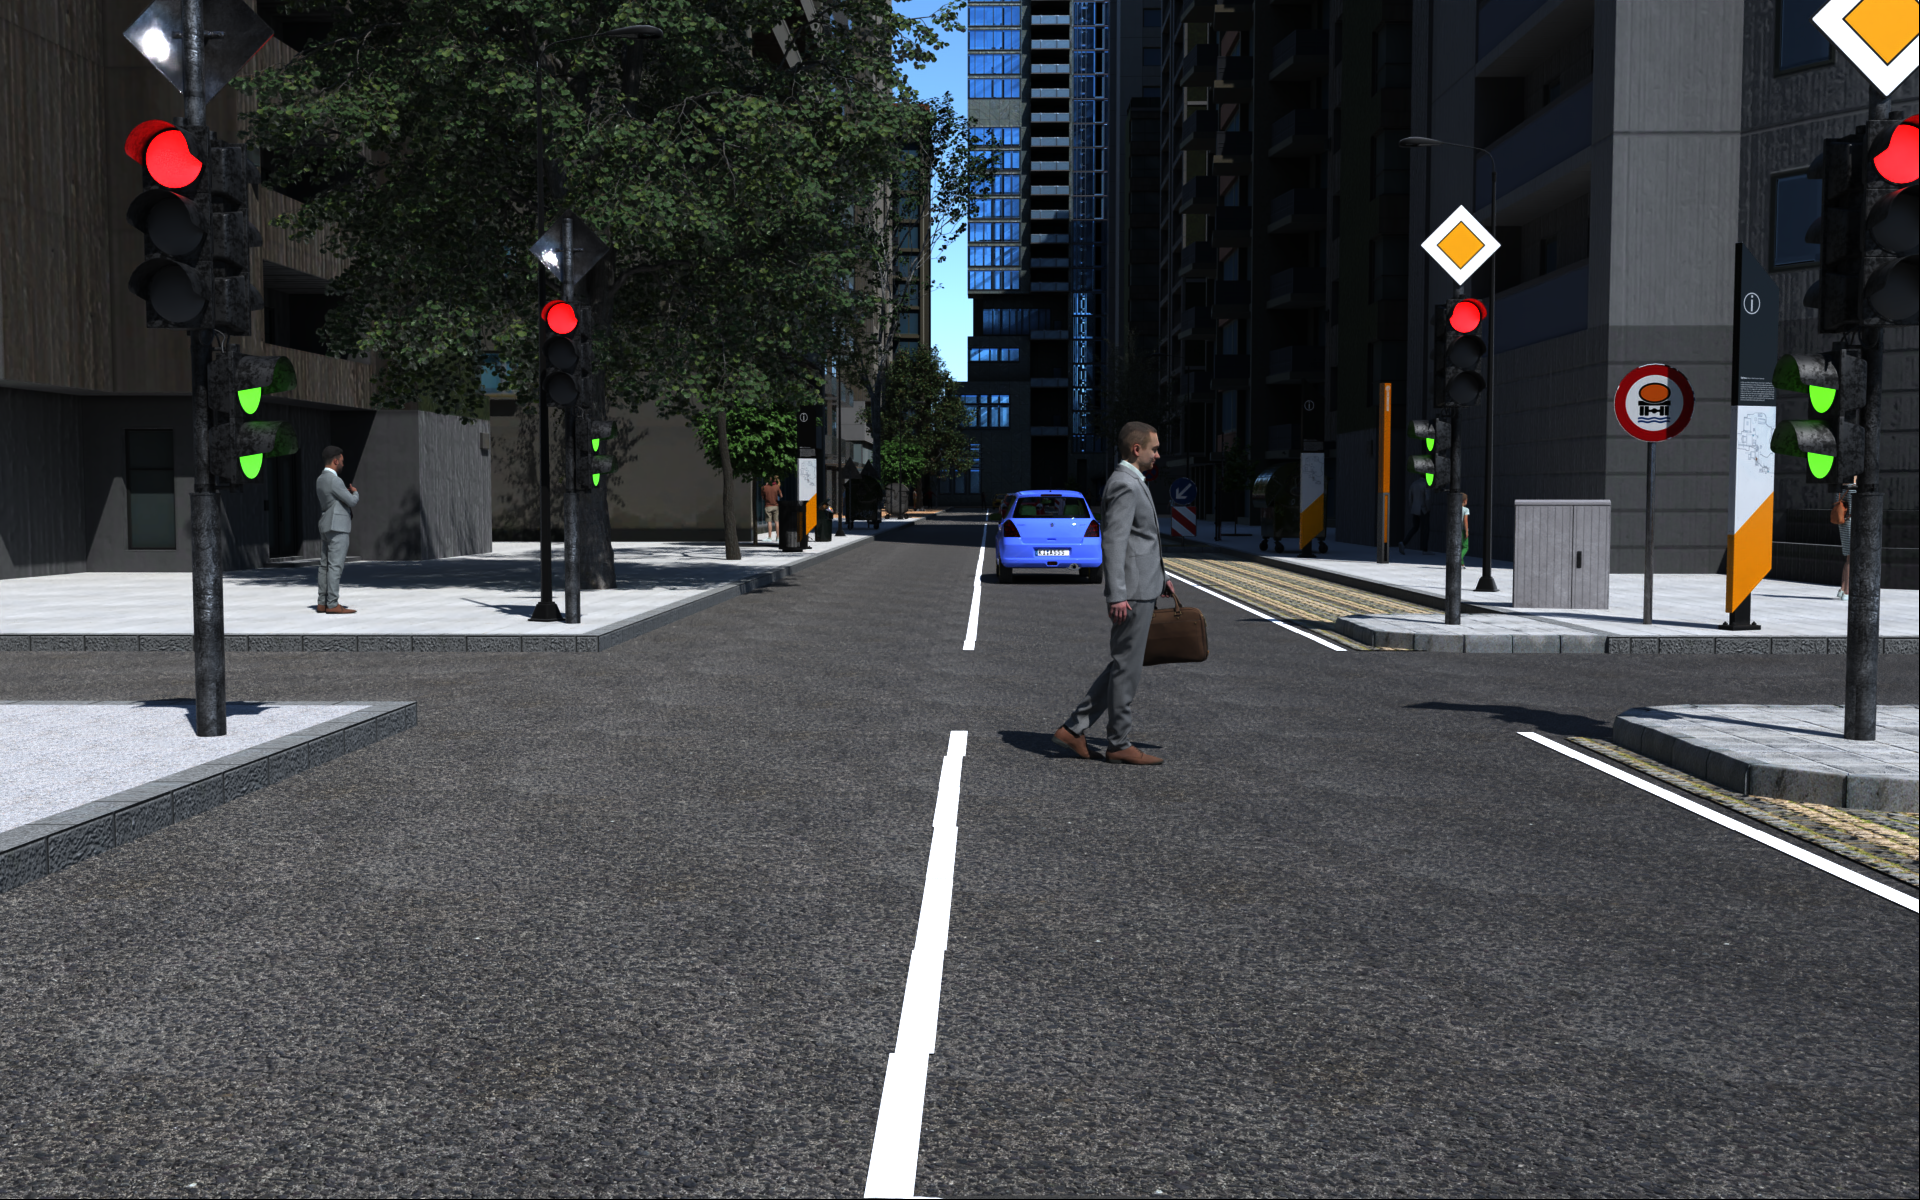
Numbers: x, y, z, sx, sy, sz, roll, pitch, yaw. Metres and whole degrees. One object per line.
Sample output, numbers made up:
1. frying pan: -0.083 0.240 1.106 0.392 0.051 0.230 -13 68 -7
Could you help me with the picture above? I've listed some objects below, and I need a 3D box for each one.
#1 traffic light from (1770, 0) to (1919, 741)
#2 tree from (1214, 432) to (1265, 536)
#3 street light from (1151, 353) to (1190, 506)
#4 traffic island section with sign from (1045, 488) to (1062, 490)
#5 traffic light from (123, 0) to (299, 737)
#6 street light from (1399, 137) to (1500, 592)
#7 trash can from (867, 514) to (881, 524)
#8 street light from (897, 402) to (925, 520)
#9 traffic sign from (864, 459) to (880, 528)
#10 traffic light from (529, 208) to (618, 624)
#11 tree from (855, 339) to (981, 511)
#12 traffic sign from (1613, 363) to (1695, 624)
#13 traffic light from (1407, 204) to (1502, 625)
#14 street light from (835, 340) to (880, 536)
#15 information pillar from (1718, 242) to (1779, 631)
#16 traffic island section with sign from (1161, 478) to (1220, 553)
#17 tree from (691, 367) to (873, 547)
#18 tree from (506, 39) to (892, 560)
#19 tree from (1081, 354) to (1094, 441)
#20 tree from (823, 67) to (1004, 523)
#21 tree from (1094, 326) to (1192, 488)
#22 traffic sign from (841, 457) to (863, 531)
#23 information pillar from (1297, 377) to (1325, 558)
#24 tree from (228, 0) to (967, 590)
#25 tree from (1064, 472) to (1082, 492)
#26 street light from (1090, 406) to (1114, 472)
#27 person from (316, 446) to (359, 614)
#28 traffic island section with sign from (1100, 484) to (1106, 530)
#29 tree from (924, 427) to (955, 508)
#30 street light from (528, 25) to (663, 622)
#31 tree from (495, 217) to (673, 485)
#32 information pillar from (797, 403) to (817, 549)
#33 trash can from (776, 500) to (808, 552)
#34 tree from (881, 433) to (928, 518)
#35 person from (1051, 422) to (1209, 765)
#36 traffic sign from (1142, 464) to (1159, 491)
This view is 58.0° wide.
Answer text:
1. traffic light: 4.696 -1.226 8.961 0.839 4.253 0.868 0 4 1
2. tree: 8.365 -3.575 53.045 1.663 3.219 1.824 0 3 0
3. street light: 6.982 -5.174 57.139 1.470 5.913 1.316 0 4 1
4. traffic island section with sign: 6.649 -6.738 118.797 1.989 1.847 2.006 0 4 1
5. traffic light: -3.965 -1.234 9.094 0.839 4.253 0.868 0 4 1
6. street light: 6.408 -3.068 22.696 1.470 5.913 1.316 0 4 1
7. trash can: -3.648 -3.780 73.457 0.748 1.137 0.748 0 3 0
8. street light: -2.457 -7.001 87.002 1.470 5.913 1.316 0 4 1
9. traffic sign: -3.437 -3.980 65.084 0.884 2.594 0.081 1 4 9
10. traffic light: -3.826 -1.722 17.078 0.839 4.253 0.868 0 4 1
11. tree: -3.036 -12.954 128.804 9.611 12.733 9.660 0 3 0
12. traffic sign: 6.777 -1.033 16.992 0.768 2.556 0.104 0 4 6
13. traffic light: 4.834 -1.714 16.944 0.839 4.253 0.868 0 4 1
14. street light: -3.101 -4.887 52.437 1.470 5.913 1.316 0 4 1
15. information pillar: 7.450 -1.526 16.301 0.504 3.616 0.183 -1 4 -21
16. traffic island section with sign: 5.320 -2.086 42.735 1.989 1.847 2.006 0 4 1
17. tree: -4.982 -3.607 42.689 4.285 4.588 4.351 0 3 0
18. tree: -4.751 -6.065 33.571 7.601 10.594 8.767 1 4 12
19. tree: 7.956 -8.131 83.305 4.360 8.622 3.978 0 3 0
20. tree: -4.917 -13.516 76.869 12.611 20.169 13.585 0 3 0
21. tree: 7.968 -7.637 75.220 4.360 8.622 3.978 0 3 0
22. traffic sign: -3.857 -3.713 60.709 0.884 2.594 0.081 0 4 8
23. information pillar: 7.081 -2.662 34.877 0.504 3.616 0.183 -1 4 -11
24. tree: -4.905 -7.126 23.169 9.857 13.997 8.962 0 3 0
25. tree: 10.124 -9.809 154.980 1.663 3.219 1.824 0 3 0
26. street light: 7.609 -7.302 91.927 1.470 5.913 1.316 0 4 1
27. person: -6.690 -0.762 18.684 0.511 1.800 0.466 3 4 38
28. traffic island section with sign: 5.792 -3.734 69.686 1.989 1.847 2.006 0 4 1
29. tree: -2.368 -12.622 156.738 4.360 8.622 3.978 0 3 0
30. street light: -3.642 -2.740 17.338 1.470 5.913 1.316 0 4 1
31. tree: -9.424 -5.721 43.902 4.360 8.622 3.978 0 3 0
32. information pillar: -3.579 -2.994 40.313 0.504 3.616 0.183 -2 4 -35
33. trash can: -3.706 -1.630 38.303 0.748 1.137 0.748 0 3 0
34. tree: -3.367 -6.740 93.918 4.285 4.588 4.351 0 3 0
35. person: 0.914 -0.035 9.195 0.853 1.813 0.709 0 4 3
36. traffic sign: 7.597 -4.252 69.620 0.768 2.556 0.104 0 4 3
